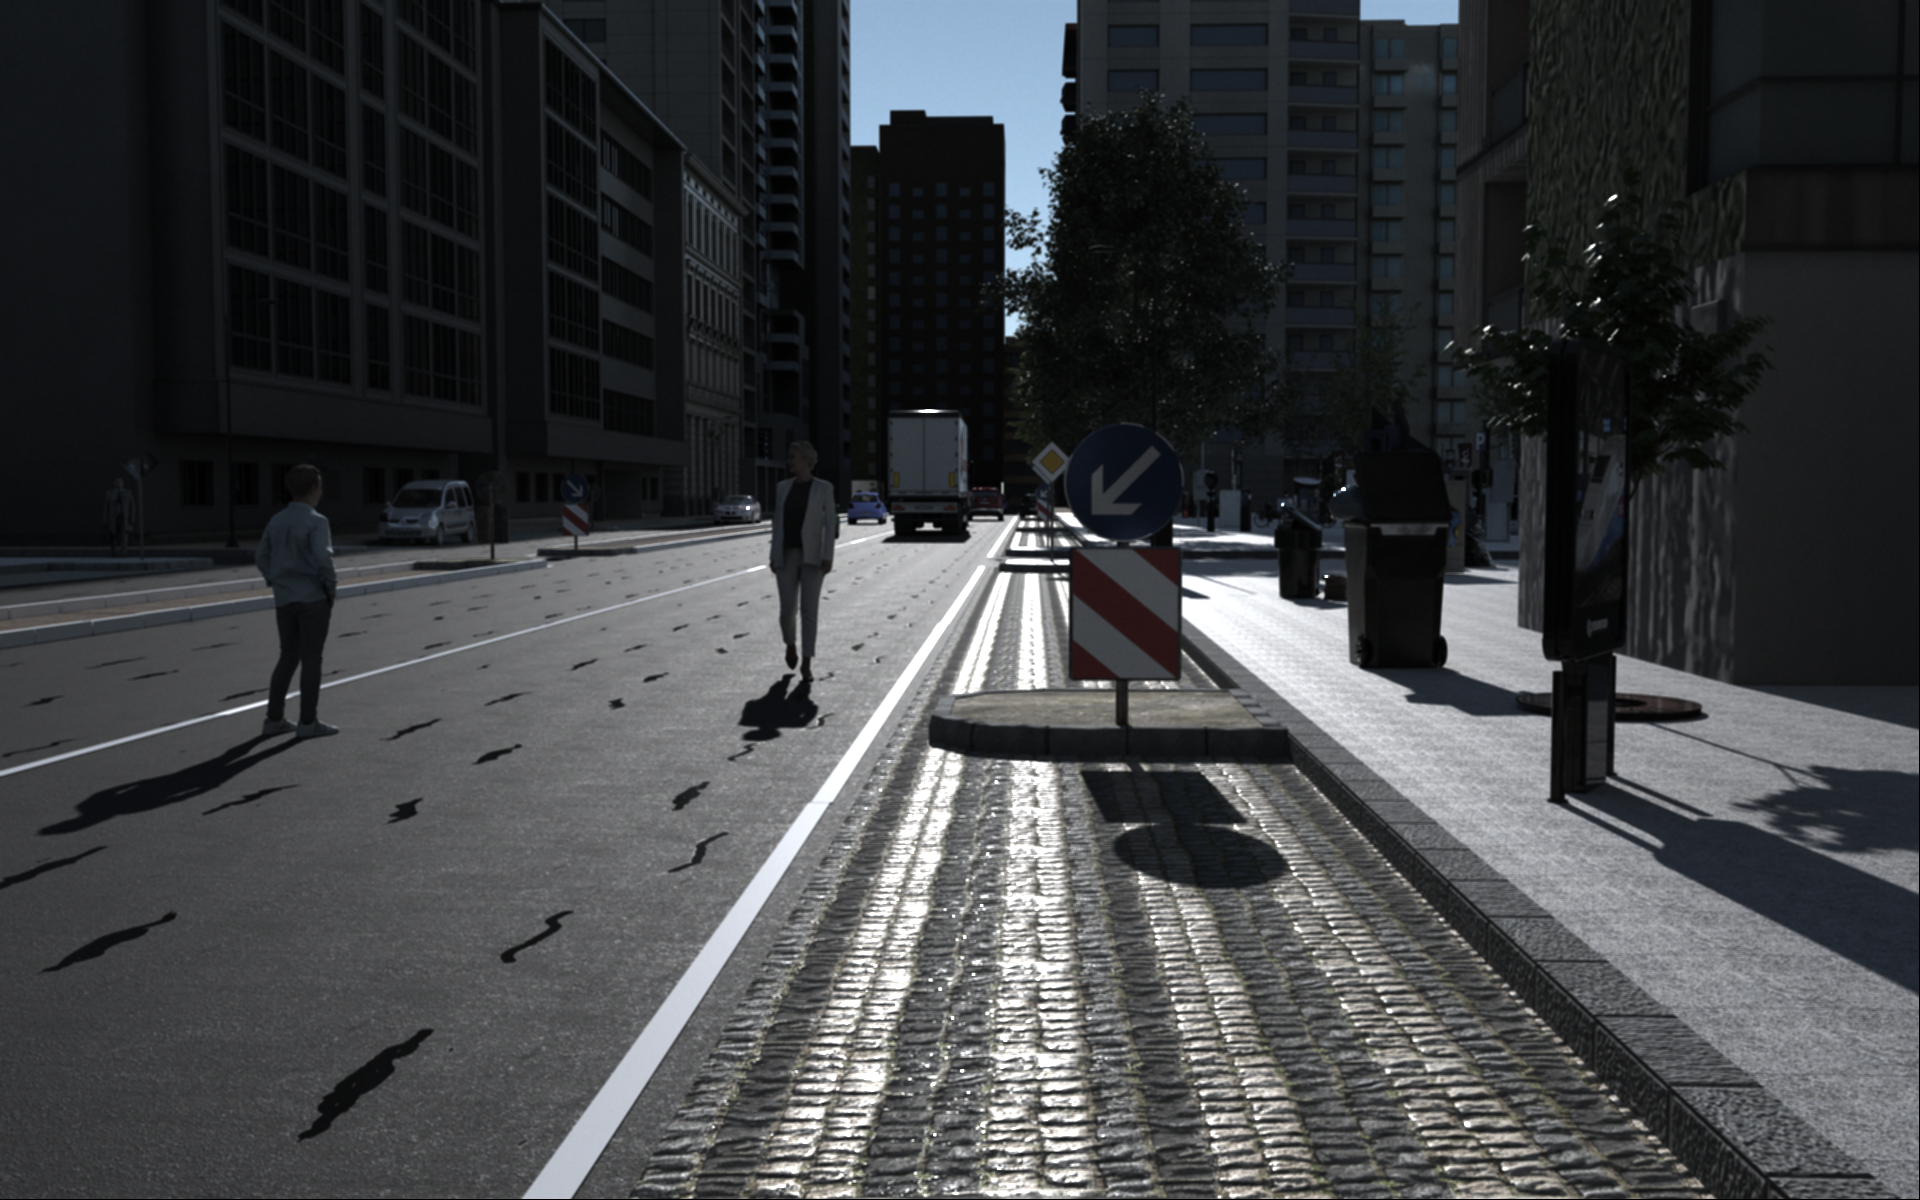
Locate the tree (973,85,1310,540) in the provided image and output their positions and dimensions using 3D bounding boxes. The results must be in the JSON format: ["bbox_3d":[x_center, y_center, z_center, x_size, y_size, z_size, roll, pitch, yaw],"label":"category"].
[{"bbox_3d":[5.091,-8.083,49.172,9.611,12.733,9.660,0,3,0],"label":"tree"}]

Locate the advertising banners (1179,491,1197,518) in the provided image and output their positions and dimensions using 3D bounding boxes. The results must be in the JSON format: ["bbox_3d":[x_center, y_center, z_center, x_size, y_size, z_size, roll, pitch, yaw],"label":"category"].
[{"bbox_3d":[12.169,-5.938,93.271,2.074,3.025,0.090,-3,5,-42],"label":"advertising banners"}]

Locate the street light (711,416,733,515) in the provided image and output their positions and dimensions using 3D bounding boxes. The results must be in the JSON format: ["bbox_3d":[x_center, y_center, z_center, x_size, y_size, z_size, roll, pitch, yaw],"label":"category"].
[{"bbox_3d":[-14.279,-8.023,103.719,1.470,5.913,1.316,0,4,2],"label":"street light"}]

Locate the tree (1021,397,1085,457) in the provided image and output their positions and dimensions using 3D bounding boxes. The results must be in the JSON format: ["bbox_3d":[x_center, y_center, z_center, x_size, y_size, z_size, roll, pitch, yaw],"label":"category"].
[{"bbox_3d":[7.388,-10.819,111.295,7.601,10.594,8.767,0,4,0],"label":"tree"}]

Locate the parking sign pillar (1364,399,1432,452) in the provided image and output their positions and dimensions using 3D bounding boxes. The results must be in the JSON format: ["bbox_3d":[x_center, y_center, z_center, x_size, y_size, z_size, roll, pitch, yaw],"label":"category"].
[{"bbox_3d":[12.164,-3.658,48.284,1.447,3.967,1.447,0,4,2],"label":"parking sign pillar"}]

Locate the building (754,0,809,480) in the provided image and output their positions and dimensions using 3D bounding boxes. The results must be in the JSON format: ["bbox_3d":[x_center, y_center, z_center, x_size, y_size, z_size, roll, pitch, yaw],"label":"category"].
[{"bbox_3d":[-24.455,-51.286,151.201,22.319,86.520,31.000,0,4,2],"label":"building"}]

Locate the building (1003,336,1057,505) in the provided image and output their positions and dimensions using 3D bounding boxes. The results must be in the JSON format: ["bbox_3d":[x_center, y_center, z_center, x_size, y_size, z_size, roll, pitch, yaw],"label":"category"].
[{"bbox_3d":[20.024,-22.494,212.809,28.899,21.520,27.650,0,4,2],"label":"building"}]

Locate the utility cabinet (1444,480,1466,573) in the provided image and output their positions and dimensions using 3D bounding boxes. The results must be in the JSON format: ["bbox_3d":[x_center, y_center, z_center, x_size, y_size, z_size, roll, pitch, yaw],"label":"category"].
[{"bbox_3d":[7.461,-1.158,27.608,1.173,1.500,0.318,-1,4,-19],"label":"utility cabinet"}]

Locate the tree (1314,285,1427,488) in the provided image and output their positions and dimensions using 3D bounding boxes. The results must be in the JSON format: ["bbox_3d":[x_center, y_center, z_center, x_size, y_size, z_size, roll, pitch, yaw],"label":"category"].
[{"bbox_3d":[14.687,-6.828,61.995,4.737,8.622,4.395,0,3,0],"label":"tree"}]

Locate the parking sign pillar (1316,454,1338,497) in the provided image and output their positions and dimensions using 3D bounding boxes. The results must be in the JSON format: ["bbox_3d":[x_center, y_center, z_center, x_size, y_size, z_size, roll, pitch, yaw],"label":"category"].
[{"bbox_3d":[22.949,-7.322,108.192,1.447,3.967,1.447,2,4,34],"label":"parking sign pillar"}]

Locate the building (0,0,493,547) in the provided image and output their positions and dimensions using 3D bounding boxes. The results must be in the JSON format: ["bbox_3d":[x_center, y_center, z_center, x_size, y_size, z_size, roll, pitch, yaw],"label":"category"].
[{"bbox_3d":[-25.019,-15.896,53.414,14.314,27.812,24.014,0,4,2],"label":"building"}]

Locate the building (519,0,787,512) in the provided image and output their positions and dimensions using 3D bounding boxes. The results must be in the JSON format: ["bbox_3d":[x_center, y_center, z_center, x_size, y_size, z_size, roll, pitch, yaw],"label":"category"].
[{"bbox_3d":[-23.616,-42.055,125.855,20.563,71.187,20.611,0,4,2],"label":"building"}]

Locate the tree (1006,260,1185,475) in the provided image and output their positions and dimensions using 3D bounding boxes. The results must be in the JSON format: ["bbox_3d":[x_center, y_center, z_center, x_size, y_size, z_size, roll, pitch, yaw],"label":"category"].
[{"bbox_3d":[5.973,-9.489,73.273,7.486,12.596,7.792,0,3,0],"label":"tree"}]

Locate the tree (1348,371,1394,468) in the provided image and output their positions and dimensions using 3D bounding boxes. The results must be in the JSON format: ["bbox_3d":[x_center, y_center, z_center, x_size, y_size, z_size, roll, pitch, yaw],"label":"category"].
[{"bbox_3d":[23.076,-9.241,101.451,4.360,8.622,3.978,0,3,0],"label":"tree"}]

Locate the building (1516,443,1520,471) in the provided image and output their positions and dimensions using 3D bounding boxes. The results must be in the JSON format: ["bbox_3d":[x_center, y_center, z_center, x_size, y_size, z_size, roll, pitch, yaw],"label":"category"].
[{"bbox_3d":[68.290,-45.258,178.213,20.611,71.187,20.563,0,4,2],"label":"building"}]

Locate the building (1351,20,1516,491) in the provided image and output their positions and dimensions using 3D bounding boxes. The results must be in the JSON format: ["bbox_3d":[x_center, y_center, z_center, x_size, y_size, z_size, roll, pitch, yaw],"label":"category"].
[{"bbox_3d":[41.913,-34.175,178.371,30.456,49.044,23.786,0,4,2],"label":"building"}]

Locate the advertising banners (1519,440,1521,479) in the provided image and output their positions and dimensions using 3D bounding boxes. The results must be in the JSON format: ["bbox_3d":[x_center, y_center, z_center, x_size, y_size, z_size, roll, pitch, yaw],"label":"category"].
[{"bbox_3d":[10.690,-2.139,31.153,2.074,3.025,0.090,-2,4,-30],"label":"advertising banners"}]

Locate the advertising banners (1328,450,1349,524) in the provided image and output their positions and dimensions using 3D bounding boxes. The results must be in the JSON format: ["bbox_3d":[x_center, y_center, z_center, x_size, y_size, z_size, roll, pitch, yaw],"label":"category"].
[{"bbox_3d":[15.909,-4.474,69.332,2.074,3.025,0.090,1,4,17],"label":"advertising banners"}]

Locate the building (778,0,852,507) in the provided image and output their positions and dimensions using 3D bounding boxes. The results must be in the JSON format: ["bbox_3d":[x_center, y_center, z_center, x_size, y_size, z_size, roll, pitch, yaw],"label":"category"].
[{"bbox_3d":[-25.893,-39.142,181.971,28.212,58.520,21.231,0,4,2],"label":"building"}]

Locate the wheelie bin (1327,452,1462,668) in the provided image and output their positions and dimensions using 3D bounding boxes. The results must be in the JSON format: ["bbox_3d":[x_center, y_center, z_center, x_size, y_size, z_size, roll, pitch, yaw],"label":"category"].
[{"bbox_3d":[3.221,-0.309,12.961,0.980,1.594,0.693,0,4,-4],"label":"wheelie bin"}]

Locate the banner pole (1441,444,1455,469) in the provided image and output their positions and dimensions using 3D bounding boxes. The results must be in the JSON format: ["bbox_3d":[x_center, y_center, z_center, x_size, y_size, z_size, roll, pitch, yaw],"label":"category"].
[{"bbox_3d":[24.077,-5.852,85.701,0.863,3.779,0.401,2,4,34],"label":"banner pole"}]

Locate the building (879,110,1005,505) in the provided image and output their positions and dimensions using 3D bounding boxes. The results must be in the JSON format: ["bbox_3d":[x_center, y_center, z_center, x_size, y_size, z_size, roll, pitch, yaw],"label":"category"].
[{"bbox_3d":[-1.824,-33.958,205.329,14.200,45.320,14.600,0,4,2],"label":"building"}]

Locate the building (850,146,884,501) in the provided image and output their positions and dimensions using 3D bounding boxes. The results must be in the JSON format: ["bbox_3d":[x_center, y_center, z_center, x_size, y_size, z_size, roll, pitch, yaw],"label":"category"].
[{"bbox_3d":[-16.164,-31.982,206.499,14.086,41.232,14.154,0,4,2],"label":"building"}]

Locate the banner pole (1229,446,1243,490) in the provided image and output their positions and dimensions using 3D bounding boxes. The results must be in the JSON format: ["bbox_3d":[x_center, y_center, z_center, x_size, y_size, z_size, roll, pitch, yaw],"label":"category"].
[{"bbox_3d":[14.163,-6.076,89.353,0.863,3.779,0.401,0,4,6],"label":"banner pole"}]

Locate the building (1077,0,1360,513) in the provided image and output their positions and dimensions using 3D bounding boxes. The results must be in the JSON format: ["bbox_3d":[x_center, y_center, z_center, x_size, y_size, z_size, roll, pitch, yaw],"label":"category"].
[{"bbox_3d":[19.404,-36.088,132.035,21.231,58.520,28.212,0,4,2],"label":"building"}]

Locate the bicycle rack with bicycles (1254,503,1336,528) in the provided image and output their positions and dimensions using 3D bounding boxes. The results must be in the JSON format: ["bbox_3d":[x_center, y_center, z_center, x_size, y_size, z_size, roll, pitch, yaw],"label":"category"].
[{"bbox_3d":[13.138,-3.256,66.624,2.925,0.926,2.852,3,4,37],"label":"bicycle rack with bicycles"}]

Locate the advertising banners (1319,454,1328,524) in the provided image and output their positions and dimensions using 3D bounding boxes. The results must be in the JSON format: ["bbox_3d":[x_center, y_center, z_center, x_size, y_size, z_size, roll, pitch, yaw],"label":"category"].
[{"bbox_3d":[15.670,-4.790,74.501,0.090,3.025,2.074,0,3,0],"label":"advertising banners"}]

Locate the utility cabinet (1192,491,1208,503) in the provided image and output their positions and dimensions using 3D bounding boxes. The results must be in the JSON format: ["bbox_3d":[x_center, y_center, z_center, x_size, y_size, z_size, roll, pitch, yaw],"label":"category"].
[{"bbox_3d":[15.352,-6.241,110.719,1.173,1.500,0.318,-3,4,-38],"label":"utility cabinet"}]

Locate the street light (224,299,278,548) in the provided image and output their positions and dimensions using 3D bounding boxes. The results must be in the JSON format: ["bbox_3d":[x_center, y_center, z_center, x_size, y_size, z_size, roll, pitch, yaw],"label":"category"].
[{"bbox_3d":[-16.939,-4.211,41.389,1.470,5.913,1.316,0,4,2],"label":"street light"}]

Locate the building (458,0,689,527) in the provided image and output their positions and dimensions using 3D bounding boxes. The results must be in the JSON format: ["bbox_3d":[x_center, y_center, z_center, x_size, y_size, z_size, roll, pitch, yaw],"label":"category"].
[{"bbox_3d":[-22.653,-16.036,81.251,14.314,24.678,30.058,0,4,2],"label":"building"}]

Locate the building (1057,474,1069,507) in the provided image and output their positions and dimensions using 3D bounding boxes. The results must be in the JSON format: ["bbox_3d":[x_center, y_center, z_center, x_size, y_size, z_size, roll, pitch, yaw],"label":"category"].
[{"bbox_3d":[17.330,-25.208,183.859,14.160,30.474,14.107,0,4,2],"label":"building"}]

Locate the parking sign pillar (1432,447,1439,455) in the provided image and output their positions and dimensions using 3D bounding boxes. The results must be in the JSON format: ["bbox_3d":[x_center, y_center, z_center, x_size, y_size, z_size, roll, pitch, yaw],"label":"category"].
[{"bbox_3d":[19.507,-5.217,73.774,1.447,3.967,1.447,1,4,14],"label":"parking sign pillar"}]

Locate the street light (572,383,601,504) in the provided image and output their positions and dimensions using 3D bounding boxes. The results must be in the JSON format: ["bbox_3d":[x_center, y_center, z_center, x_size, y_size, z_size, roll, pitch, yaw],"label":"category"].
[{"bbox_3d":[-15.709,-6.122,72.643,1.470,5.913,1.316,0,4,2],"label":"street light"}]

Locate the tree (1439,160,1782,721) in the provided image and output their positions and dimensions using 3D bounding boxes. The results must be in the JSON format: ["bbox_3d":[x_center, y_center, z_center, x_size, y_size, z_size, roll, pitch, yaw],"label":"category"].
[{"bbox_3d":[3.935,-0.947,10.086,1.663,3.219,1.824,0,3,0],"label":"tree"}]

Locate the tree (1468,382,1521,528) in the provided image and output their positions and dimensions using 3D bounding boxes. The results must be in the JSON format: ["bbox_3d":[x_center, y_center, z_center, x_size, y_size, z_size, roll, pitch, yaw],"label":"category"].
[{"bbox_3d":[21.382,-7.075,66.040,4.737,8.622,4.395,0,3,0],"label":"tree"}]

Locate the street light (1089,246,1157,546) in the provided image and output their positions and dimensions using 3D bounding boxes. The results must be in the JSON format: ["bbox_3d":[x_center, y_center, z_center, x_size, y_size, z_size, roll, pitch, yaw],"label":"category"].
[{"bbox_3d":[3.109,-3.670,32.539,1.470,5.913,1.316,0,4,2],"label":"street light"}]

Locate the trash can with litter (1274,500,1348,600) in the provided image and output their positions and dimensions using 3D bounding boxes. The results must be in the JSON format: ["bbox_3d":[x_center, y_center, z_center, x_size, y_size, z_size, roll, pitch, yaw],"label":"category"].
[{"bbox_3d":[4.411,-0.609,21.338,1.055,1.170,0.624,2,4,29],"label":"trash can with litter"}]

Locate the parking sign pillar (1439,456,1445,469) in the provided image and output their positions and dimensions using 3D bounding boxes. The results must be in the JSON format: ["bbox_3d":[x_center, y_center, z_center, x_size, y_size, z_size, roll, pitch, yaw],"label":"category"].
[{"bbox_3d":[26.942,-6.714,98.244,1.447,3.967,1.447,-1,4,-17],"label":"parking sign pillar"}]

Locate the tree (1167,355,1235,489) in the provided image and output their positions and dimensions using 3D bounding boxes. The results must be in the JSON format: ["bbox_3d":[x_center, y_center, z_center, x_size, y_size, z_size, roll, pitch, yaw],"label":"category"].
[{"bbox_3d":[11.602,-8.285,85.819,4.737,8.622,4.395,0,3,0],"label":"tree"}]

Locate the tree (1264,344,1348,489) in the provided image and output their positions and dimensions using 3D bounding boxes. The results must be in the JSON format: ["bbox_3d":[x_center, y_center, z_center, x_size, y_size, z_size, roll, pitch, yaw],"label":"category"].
[{"bbox_3d":[16.466,-8.184,84.173,4.360,8.622,3.978,0,3,0],"label":"tree"}]

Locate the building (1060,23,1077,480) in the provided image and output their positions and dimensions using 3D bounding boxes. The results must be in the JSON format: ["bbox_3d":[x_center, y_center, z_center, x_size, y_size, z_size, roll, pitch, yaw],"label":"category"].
[{"bbox_3d":[20.449,-30.975,161.071,22.147,44.769,28.867,0,4,2],"label":"building"}]

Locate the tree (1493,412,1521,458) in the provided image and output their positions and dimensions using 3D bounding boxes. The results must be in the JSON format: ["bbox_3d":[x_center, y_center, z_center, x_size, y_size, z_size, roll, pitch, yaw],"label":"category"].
[{"bbox_3d":[32.980,-9.205,100.858,4.360,8.622,3.978,0,3,0],"label":"tree"}]

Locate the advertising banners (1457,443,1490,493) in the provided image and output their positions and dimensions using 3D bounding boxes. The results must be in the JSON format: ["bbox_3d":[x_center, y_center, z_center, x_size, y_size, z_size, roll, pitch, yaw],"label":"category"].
[{"bbox_3d":[17.945,-3.846,59.071,2.074,3.025,0.090,3,4,38],"label":"advertising banners"}]

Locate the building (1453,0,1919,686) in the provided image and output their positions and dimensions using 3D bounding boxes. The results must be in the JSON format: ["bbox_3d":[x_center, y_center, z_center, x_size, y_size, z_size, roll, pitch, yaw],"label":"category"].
[{"bbox_3d":[12.481,-20.386,16.911,14.154,41.232,14.086,0,4,2],"label":"building"}]

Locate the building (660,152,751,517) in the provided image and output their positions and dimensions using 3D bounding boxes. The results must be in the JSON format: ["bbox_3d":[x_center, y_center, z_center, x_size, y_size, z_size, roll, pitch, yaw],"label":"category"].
[{"bbox_3d":[-19.921,-16.977,106.458,11.050,23.489,19.941,0,4,2],"label":"building"}]

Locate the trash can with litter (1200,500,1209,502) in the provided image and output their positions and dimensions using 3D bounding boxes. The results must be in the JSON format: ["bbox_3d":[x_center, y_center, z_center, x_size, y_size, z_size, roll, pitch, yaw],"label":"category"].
[{"bbox_3d":[14.291,-5.557,102.242,0.624,1.170,1.055,2,4,24],"label":"trash can with litter"}]
